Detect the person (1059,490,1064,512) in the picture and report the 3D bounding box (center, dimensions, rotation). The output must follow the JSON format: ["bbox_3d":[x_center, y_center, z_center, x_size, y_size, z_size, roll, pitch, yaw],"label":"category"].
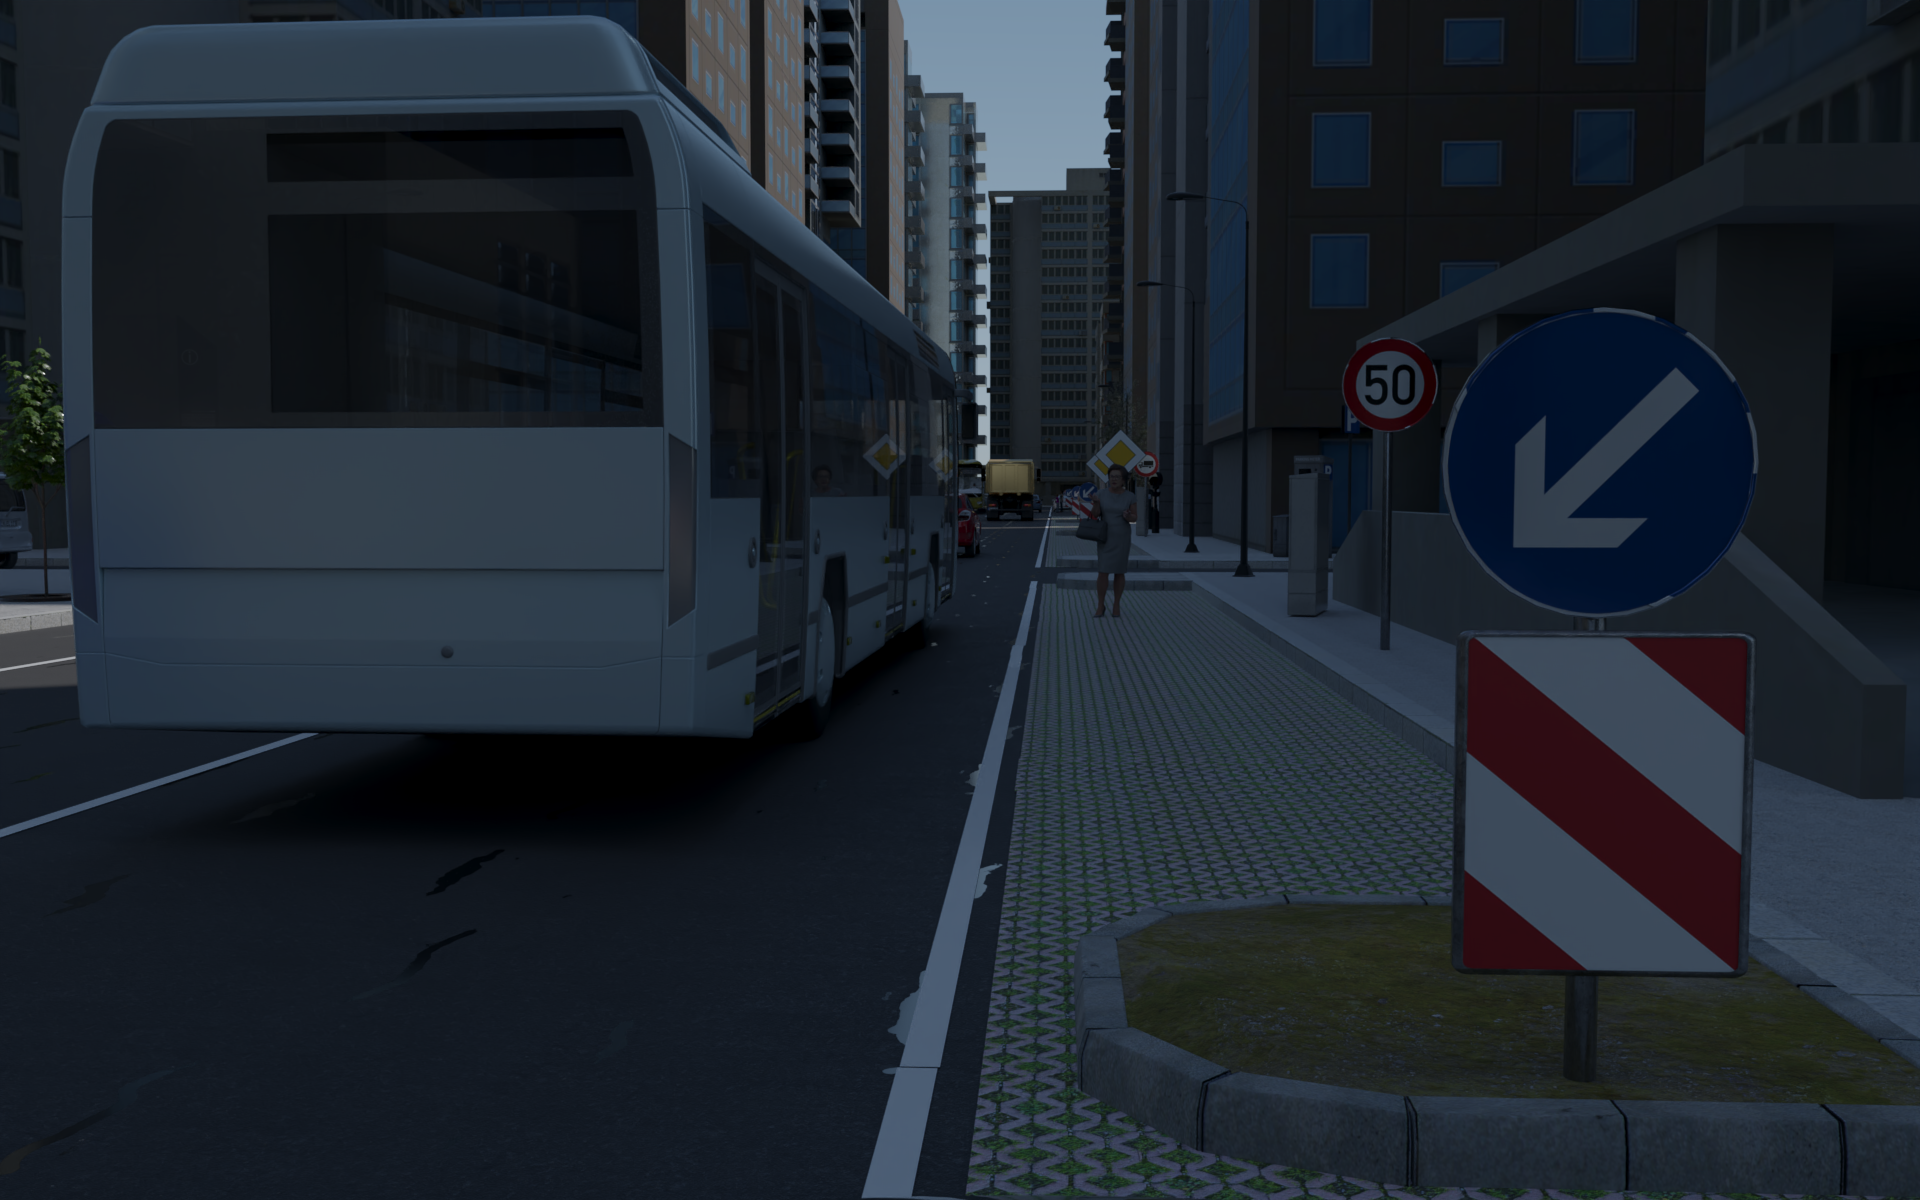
[{"bbox_3d":[7.830,-7.687,134.904,0.721,1.735,1.217,-1,4,-14],"label":"person"}]

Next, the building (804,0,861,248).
[{"bbox_3d":[-17.731,-49.678,124.903,22.319,86.520,31.000,0,4,3],"label":"building"}]

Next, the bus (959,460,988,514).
[{"bbox_3d":[0.717,-8.305,127.334,2.896,3.916,12.252,0,4,3],"label":"bus"}]

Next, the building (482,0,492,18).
[{"bbox_3d":[-17.136,-25.953,74.440,14.600,45.320,14.200,0,4,3],"label":"building"}]

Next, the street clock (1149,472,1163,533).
[{"bbox_3d":[6.391,-3.179,56.542,0.358,2.002,0.471,-2,4,-32],"label":"street clock"}]

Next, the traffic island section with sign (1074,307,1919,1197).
[{"bbox_3d":[1.300,0.254,4.482,1.989,1.847,2.006,0,4,3],"label":"traffic island section with sign"}]

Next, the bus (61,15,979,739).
[{"bbox_3d":[-1.747,-1.131,13.356,2.948,3.499,13.247,0,4,5],"label":"bus"}]

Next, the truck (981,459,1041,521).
[{"bbox_3d":[2.801,-6.113,95.879,3.469,3.379,9.791,0,4,2],"label":"truck"}]

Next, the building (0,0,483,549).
[{"bbox_3d":[-27.254,-21.785,48.061,32.217,40.220,23.993,0,4,3],"label":"building"}]

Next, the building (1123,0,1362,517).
[{"bbox_3d":[18.390,-28.594,117.625,14.600,45.320,14.200,0,4,3],"label":"building"}]

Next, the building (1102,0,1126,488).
[{"bbox_3d":[22.775,-29.662,139.602,22.147,44.769,28.867,0,4,3],"label":"building"}]

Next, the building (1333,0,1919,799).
[{"bbox_3d":[20.247,-19.585,12.094,32.217,40.220,23.993,0,4,3],"label":"building"}]

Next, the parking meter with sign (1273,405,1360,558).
[{"bbox_3d":[7.082,-2.349,34.671,1.738,3.016,0.543,3,5,44],"label":"parking meter with sign"}]

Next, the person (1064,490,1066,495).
[{"bbox_3d":[9.350,-8.900,154.568,0.434,1.755,0.990,2,4,32],"label":"person"}]

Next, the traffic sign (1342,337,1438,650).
[{"bbox_3d":[3.501,-0.861,14.189,0.768,2.556,0.104,0,4,5],"label":"traffic sign"}]

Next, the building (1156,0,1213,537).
[{"bbox_3d":[17.929,-31.905,63.648,21.231,58.520,28.212,0,4,3],"label":"building"}]

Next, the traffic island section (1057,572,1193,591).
[{"bbox_3d":[2.514,-0.287,26.980,2.009,0.180,2.903,0,4,3],"label":"traffic island section"}]

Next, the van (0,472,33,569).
[{"bbox_3d":[-19.104,-1.484,31.274,4.112,2.044,2.013,0,4,3],"label":"van"}]

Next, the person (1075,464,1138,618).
[{"bbox_3d":[1.688,-0.679,19.964,0.716,1.782,0.532,0,4,7],"label":"person"}]

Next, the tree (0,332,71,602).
[{"bbox_3d":[-11.110,-1.603,20.816,1.663,3.219,1.824,0,3,0],"label":"tree"}]

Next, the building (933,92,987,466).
[{"bbox_3d":[-11.998,-35.896,206.501,30.456,49.044,23.786,0,4,3],"label":"building"}]

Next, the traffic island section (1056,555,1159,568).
[{"bbox_3d":[2.950,-0.775,34.953,2.009,0.180,2.903,0,4,3],"label":"traffic island section"}]

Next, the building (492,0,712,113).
[{"bbox_3d":[-16.618,-27.348,97.254,14.600,45.320,14.200,0,4,3],"label":"building"}]

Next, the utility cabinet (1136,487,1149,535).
[{"bbox_3d":[5.663,-2.755,53.724,0.318,1.500,1.173,1,4,11],"label":"utility cabinet"}]

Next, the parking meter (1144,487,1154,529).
[{"bbox_3d":[6.863,-3.338,62.995,0.372,1.533,0.369,0,3,0],"label":"parking meter"}]

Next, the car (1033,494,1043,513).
[{"bbox_3d":[5.477,-7.480,134.295,2.014,1.417,4.499,0,4,2],"label":"car"}]

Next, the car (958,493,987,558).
[{"bbox_3d":[-0.458,-1.930,40.592,2.155,1.783,4.494,0,4,3],"label":"car"}]

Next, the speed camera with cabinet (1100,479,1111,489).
[{"bbox_3d":[8.926,-6.471,100.140,0.660,3.252,2.038,3,5,40],"label":"speed camera with cabinet"}]

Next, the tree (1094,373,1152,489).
[{"bbox_3d":[9.982,-9.429,104.522,4.360,8.622,3.978,0,3,0],"label":"tree"}]

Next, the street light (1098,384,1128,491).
[{"bbox_3d":[6.529,-6.174,73.483,1.470,5.913,1.316,0,4,3],"label":"street light"}]

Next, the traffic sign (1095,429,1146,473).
[{"bbox_3d":[2.490,-1.423,26.904,0.795,2.450,0.064,0,4,3],"label":"traffic sign"}]

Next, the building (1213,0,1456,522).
[{"bbox_3d":[17.511,-27.104,93.268,14.600,45.320,14.200,0,4,3],"label":"building"}]

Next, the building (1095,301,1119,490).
[{"bbox_3d":[27.389,-19.835,169.338,27.650,21.520,28.899,0,4,3],"label":"building"}]

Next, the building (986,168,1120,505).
[{"bbox_3d":[15.390,-31.629,209.018,23.993,40.220,32.217,0,4,3],"label":"building"}]

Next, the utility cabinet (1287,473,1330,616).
[{"bbox_3d":[3.728,-0.604,18.553,0.318,1.500,1.173,1,4,18],"label":"utility cabinet"}]

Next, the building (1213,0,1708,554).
[{"bbox_3d":[13.700,-23.963,41.898,14.200,45.320,14.600,0,4,3],"label":"building"}]

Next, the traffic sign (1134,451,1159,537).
[{"bbox_3d":[5.546,-3.152,51.648,0.768,2.556,0.104,0,4,7],"label":"traffic sign"}]

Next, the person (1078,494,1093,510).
[{"bbox_3d":[5.518,-4.101,75.908,0.716,1.782,0.532,1,4,16],"label":"person"}]

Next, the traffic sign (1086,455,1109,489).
[{"bbox_3d":[2.926,-1.910,34.877,0.795,2.450,0.064,0,4,3],"label":"traffic sign"}]

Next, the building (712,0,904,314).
[{"bbox_3d":[-12.264,-30.480,148.454,14.600,45.320,14.200,0,4,3],"label":"building"}]

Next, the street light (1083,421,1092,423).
[{"bbox_3d":[8.516,-8.395,109.795,1.470,5.913,1.316,0,4,3],"label":"street light"}]

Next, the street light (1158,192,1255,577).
[{"bbox_3d":[3.872,-3.317,26.779,1.470,5.913,1.316,0,4,3],"label":"street light"}]

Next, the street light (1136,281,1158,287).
[{"bbox_3d":[4.542,-3.995,37.852,1.470,5.913,1.316,0,4,3],"label":"street light"}]

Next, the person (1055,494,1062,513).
[{"bbox_3d":[7.478,-7.337,131.678,0.599,1.433,0.991,-2,4,-31],"label":"person"}]

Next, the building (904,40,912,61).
[{"bbox_3d":[-19.091,-33.948,174.657,30.456,49.044,23.786,0,4,3],"label":"building"}]

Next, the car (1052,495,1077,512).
[{"bbox_3d":[8.523,-7.849,140.700,2.083,1.381,4.827,0,4,2],"label":"car"}]

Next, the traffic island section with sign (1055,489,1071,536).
[{"bbox_3d":[4.322,-3.136,59.901,1.989,1.847,2.006,0,4,3],"label":"traffic island section with sign"}]
